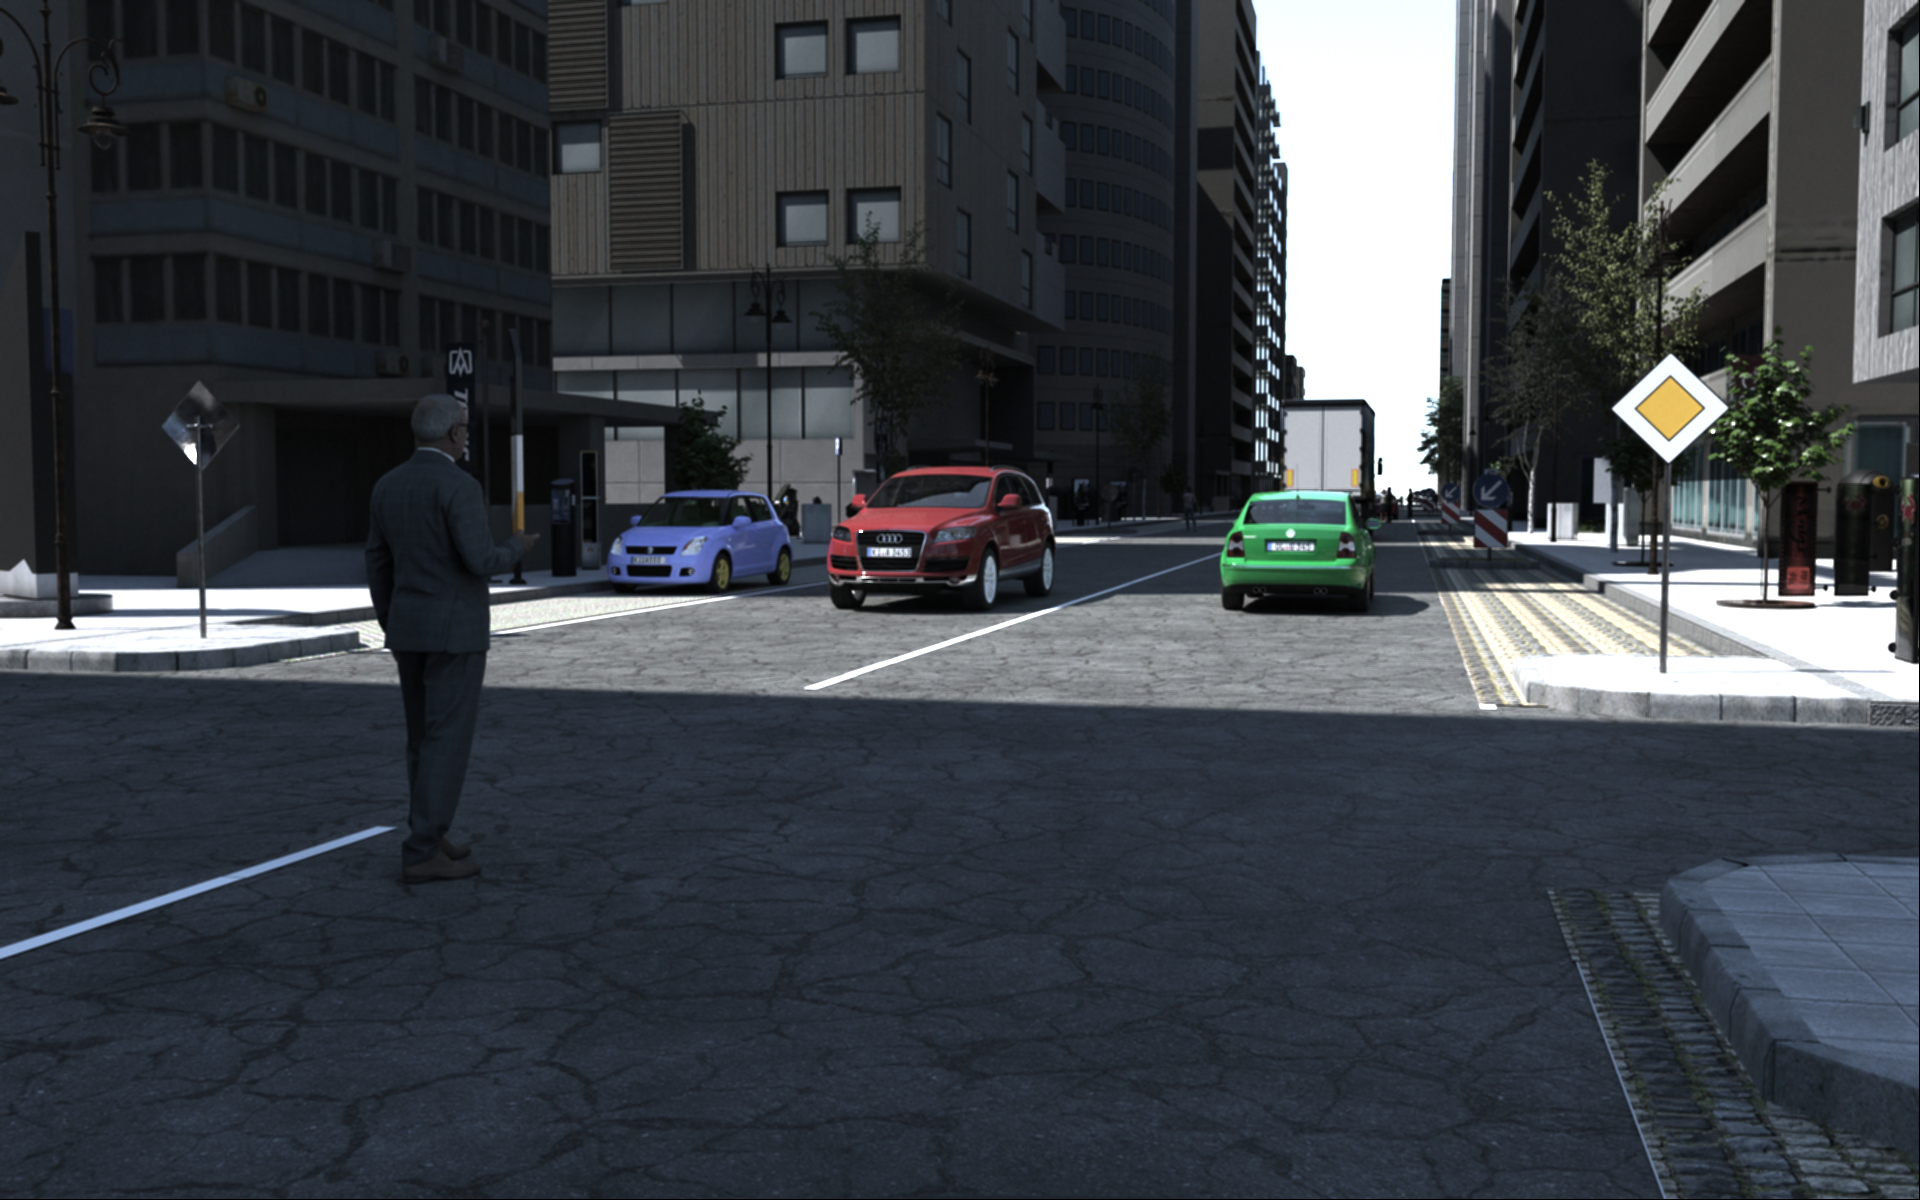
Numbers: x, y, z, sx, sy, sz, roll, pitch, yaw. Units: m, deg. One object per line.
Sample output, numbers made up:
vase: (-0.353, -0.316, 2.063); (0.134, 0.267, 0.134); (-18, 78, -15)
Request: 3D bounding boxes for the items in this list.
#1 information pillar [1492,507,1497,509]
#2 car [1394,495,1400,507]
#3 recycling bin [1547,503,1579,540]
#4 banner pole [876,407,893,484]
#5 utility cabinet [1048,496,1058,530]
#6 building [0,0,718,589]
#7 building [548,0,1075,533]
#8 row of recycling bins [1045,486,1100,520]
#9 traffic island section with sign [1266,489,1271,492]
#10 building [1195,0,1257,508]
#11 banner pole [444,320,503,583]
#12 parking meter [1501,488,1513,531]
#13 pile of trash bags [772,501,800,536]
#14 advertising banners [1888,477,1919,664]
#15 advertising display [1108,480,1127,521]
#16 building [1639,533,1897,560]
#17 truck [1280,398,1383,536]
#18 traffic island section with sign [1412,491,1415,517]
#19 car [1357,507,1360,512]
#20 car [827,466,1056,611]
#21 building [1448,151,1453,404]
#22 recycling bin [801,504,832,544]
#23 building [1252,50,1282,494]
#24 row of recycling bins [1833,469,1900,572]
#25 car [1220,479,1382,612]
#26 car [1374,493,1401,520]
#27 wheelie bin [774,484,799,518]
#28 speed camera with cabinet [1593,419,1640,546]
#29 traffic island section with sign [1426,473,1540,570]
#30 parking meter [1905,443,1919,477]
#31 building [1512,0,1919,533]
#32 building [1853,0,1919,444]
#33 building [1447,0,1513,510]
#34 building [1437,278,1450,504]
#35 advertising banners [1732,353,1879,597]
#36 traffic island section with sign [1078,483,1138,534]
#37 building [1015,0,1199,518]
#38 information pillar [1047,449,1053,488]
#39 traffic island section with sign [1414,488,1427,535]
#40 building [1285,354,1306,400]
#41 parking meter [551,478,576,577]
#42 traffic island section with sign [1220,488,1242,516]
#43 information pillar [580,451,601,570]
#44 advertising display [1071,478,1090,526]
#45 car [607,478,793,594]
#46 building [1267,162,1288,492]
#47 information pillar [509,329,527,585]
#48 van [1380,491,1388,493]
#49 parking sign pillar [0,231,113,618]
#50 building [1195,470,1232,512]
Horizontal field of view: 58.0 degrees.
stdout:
information pillar: (25.214, -4.733, 81.879); (0.304, 2.012, 0.304); (0, 4, 6)
car: (33.335, -7.536, 135.214); (2.014, 1.417, 4.499); (1, 4, 15)
recycling bin: (16.901, -2.202, 48.563); (0.722, 1.027, 0.722); (2, 4, 29)
banner pole: (-2.123, -3.655, 49.775); (0.863, 3.779, 0.401); (3, 5, 43)
utility cabinet: (3.310, -3.082, 61.558); (0.306, 1.237, 1.020); (0, 4, 5)
building: (-22.040, -20.918, 33.896); (32.217, 40.220, 23.993); (1, 4, 14)
building: (-10.892, -29.417, 70.213); (28.713, 52.752, 27.495); (1, 4, 14)
row of recycling bins: (5.655, -4.835, 86.170); (3.534, 1.692, 1.069); (-3, 5, -43)
traffic island section with sign: (24.548, -7.910, 137.954); (1.989, 1.847, 2.006); (1, 4, 14)
building: (14.325, -32.348, 152.590); (21.300, 48.544, 21.600); (1, 4, 14)
banner pole: (-7.050, -2.141, 25.029); (0.863, 3.779, 0.401); (1, 4, 15)
parking meter: (18.955, -3.157, 60.027); (0.372, 1.533, 0.369); (0, 3, 0)
pile of trash bags: (-6.683, -2.628, 52.720); (3.447, 1.369, 1.912); (-2, 4, -23)
advertising banners: (7.108, -0.996, 12.478); (0.090, 3.025, 2.074); (1, 4, 12)
advertising display: (7.492, -4.720, 82.384); (0.974, 1.923, 0.123); (-2, 4, -24)
building: (28.930, -25.491, 40.472); (21.300, 48.544, 21.600); (1, 4, 14)
truck: (12.181, -4.133, 56.485); (2.839, 4.237, 11.283); (1, 4, 15)
traffic island section with sign: (29.457, -6.152, 109.210); (1.989, 1.847, 2.006); (1, 4, 14)
car: (9.024, -2.125, 43.547); (1.959, 1.807, 4.718); (1, 4, 15)
car: (-0.131, -0.881, 23.073); (2.281, 1.827, 5.304); (1, 4, 16)
building: (70.661, -35.848, 209.824); (21.300, 48.544, 21.600); (1, 4, 14)
recycling bin: (-3.727, -1.984, 44.992); (0.722, 1.027, 0.722); (-1, 4, -10)
building: (22.872, -34.752, 187.810); (23.786, 49.044, 30.456); (1, 4, 14)
row of recycling bins: (16.386, -1.312, 28.566); (3.534, 1.692, 1.069); (1, 4, 17)
car: (4.476, -0.843, 22.577); (1.959, 1.807, 4.718); (1, 4, 15)
car: (23.994, -5.476, 98.579); (2.155, 1.783, 4.494); (1, 4, 13)
wheelie bin: (-5.524, -2.897, 55.272); (0.693, 1.594, 0.980); (-1, 4, -23)
speed camera with cabinet: (16.157, -2.952, 42.597); (0.660, 3.252, 2.038); (3, 4, 36)
traffic island section with sign: (10.186, -1.535, 33.732); (1.989, 1.847, 2.006); (1, 4, 14)
parking meter: (10.905, -0.847, 19.559); (0.255, 1.863, 0.399); (-3, 4, -38)
building: (34.368, -27.335, 70.629); (21.300, 48.544, 21.600); (1, 4, 14)
building: (17.933, -14.949, 16.112); (14.107, 30.474, 14.160); (1, 4, 14)
building: (63.302, -39.302, 184.591); (21.231, 58.520, 28.212); (1, 4, 14)
building: (70.807, -28.023, 229.884); (14.160, 30.474, 14.107); (1, 4, 14)
advertising banners: (10.541, -1.559, 21.675); (2.074, 3.025, 0.090); (-1, 4, -8)
traffic island section with sign: (5.426, -3.331, 63.093); (1.989, 1.847, 2.006); (1, 4, 14)
building: (2.236, -34.401, 104.460); (21.231, 58.520, 28.212); (1, 4, 14)
information pillar: (4.654, -6.019, 89.759); (0.183, 3.616, 0.504); (2, 4, 34)
traffic island section with sign: (17.071, -3.186, 60.724); (1.989, 1.847, 2.006); (1, 4, 14)
building: (31.383, -23.655, 231.797); (27.650, 21.520, 28.899); (1, 4, 14)
parking meter: (-6.178, -1.136, 26.987); (0.372, 1.533, 0.369); (0, 3, 0)
traffic island section with sign: (17.884, -6.312, 111.832); (1.989, 1.847, 2.006); (1, 4, 14)
information pillar: (-6.266, -1.523, 29.386); (0.304, 2.012, 0.304); (0, 4, -4)
advertising display: (4.854, -3.939, 69.615); (0.974, 1.923, 0.123); (-3, 5, -43)
car: (-3.874, -1.003, 25.988); (1.945, 1.707, 3.694); (1, 4, 16)
building: (31.813, -32.132, 208.948); (14.154, 41.232, 14.086); (1, 4, 14)
information pillar: (-6.278, -2.030, 24.541); (0.183, 3.616, 0.504); (-2, 4, -24)
van: (52.303, -12.584, 212.757); (2.013, 2.044, 4.112); (1, 4, 14)
parking sign pillar: (-9.882, -1.833, 18.447); (1.447, 3.967, 1.447); (3, 5, 45)
building: (3.961, -26.886, 131.467); (32.217, 40.220, 23.993); (1, 4, 14)
